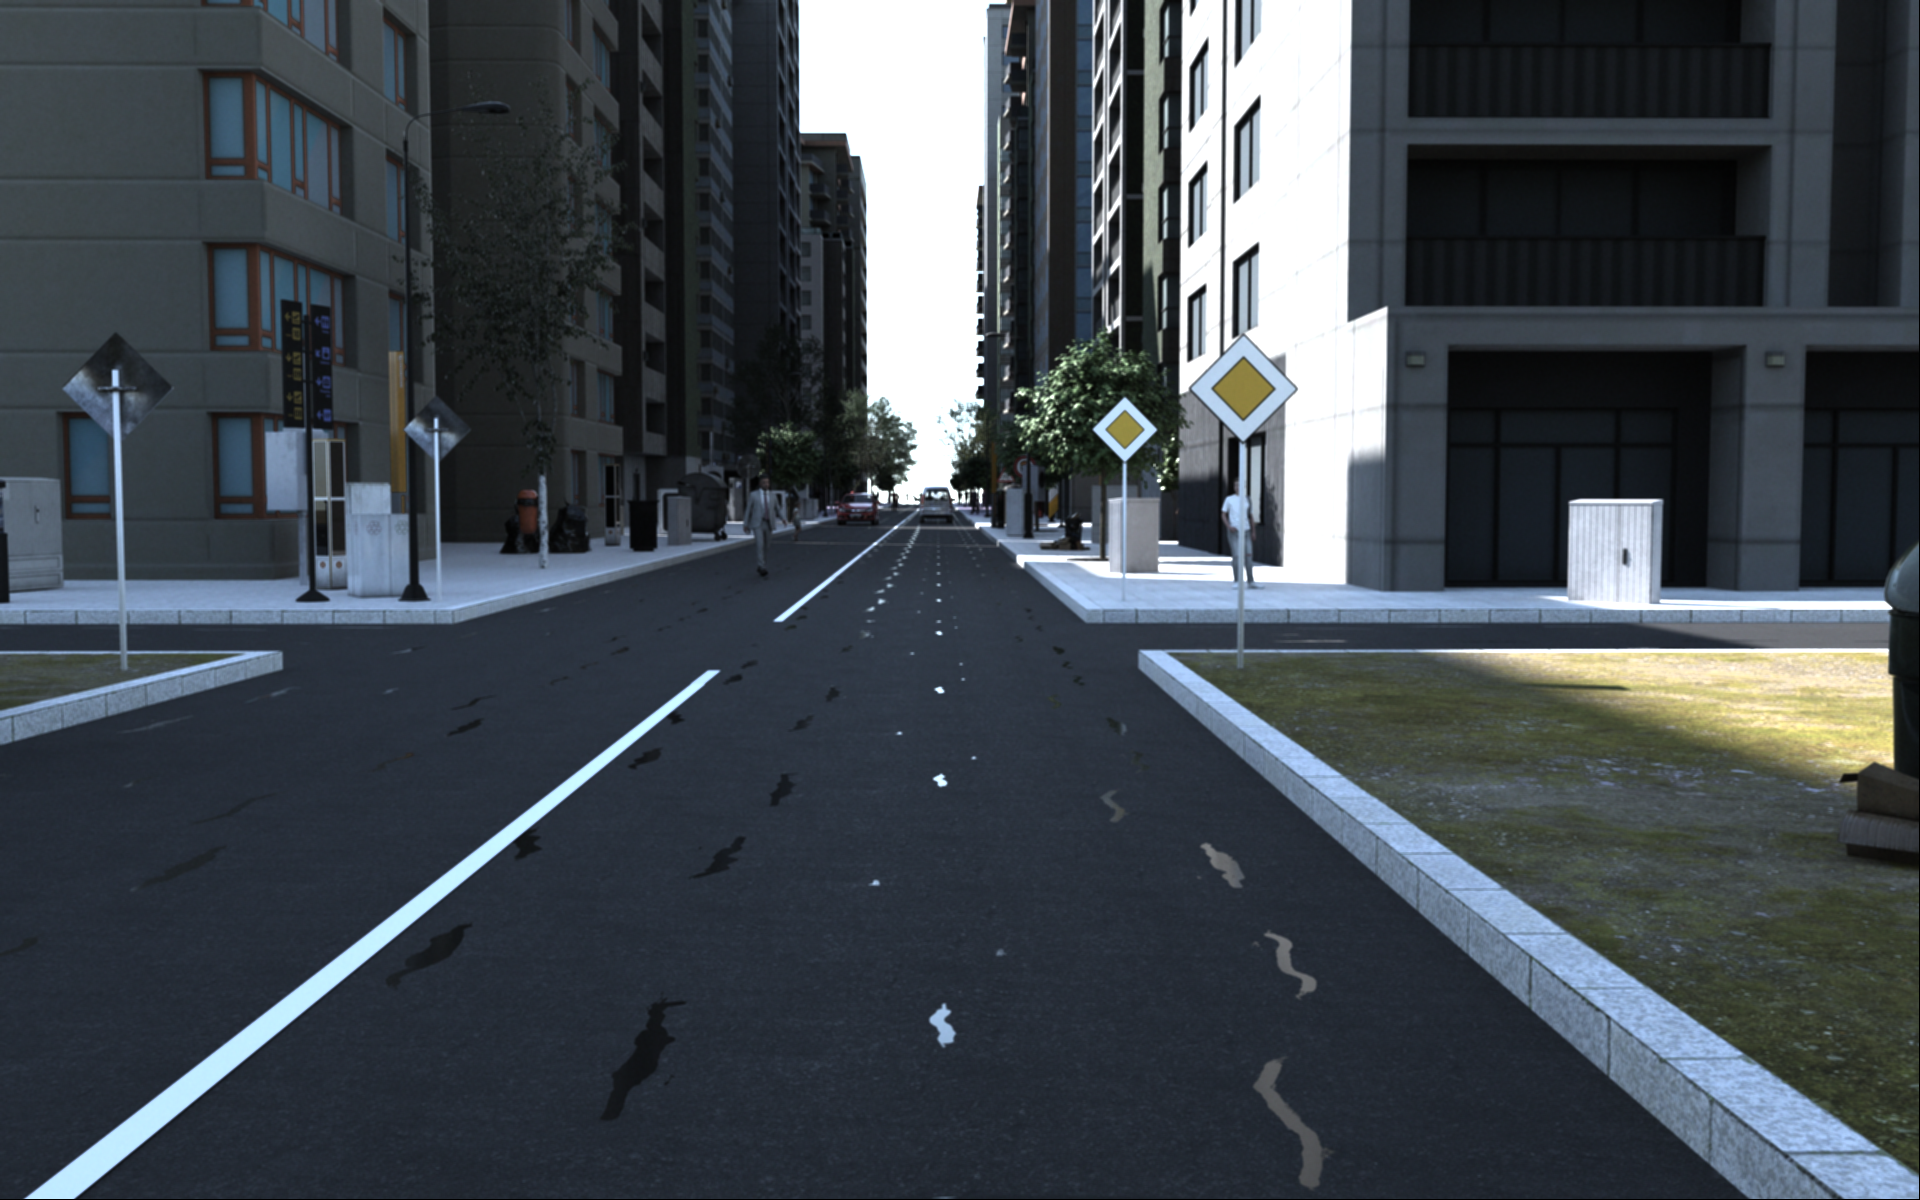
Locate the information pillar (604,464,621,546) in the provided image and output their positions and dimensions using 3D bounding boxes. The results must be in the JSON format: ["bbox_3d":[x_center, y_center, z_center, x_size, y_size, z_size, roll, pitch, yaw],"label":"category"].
[{"bbox_3d":[-8.611,-2.349,42.892,0.304,2.012,0.304,1,4,9],"label":"information pillar"}]

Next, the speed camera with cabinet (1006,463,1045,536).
[{"bbox_3d":[2.052,-3.629,53.673,0.660,3.252,2.038,1,4,22],"label":"speed camera with cabinet"}]

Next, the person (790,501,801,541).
[{"bbox_3d":[-5.030,-2.399,52.742,0.382,1.210,0.505,-1,4,-17],"label":"person"}]

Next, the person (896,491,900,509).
[{"bbox_3d":[-5.987,-9.851,170.090,0.750,1.759,0.617,2,4,25],"label":"person"}]

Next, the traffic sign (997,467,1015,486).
[{"bbox_3d":[2.057,-4.731,77.350,0.884,2.594,0.081,1,4,8],"label":"traffic sign"}]

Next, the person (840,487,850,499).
[{"bbox_3d":[-8.462,-7.588,129.737,1.348,1.869,0.705,-3,5,-41],"label":"person"}]

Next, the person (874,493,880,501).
[{"bbox_3d":[-9.638,-11.727,201.008,0.697,1.427,0.421,-2,4,-27],"label":"person"}]

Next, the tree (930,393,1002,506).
[{"bbox_3d":[0.980,-15.495,179.097,9.928,11.665,9.643,0,3,0],"label":"tree"}]

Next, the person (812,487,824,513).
[{"bbox_3d":[-9.777,-6.854,118.631,1.217,1.766,0.721,2,4,27],"label":"person"}]

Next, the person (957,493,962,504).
[{"bbox_3d":[0.094,-13.548,228.082,0.617,1.759,0.750,3,5,42],"label":"person"}]

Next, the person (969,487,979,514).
[{"bbox_3d":[0.897,-6.320,110.300,0.530,1.710,0.541,-2,4,-28],"label":"person"}]

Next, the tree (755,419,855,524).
[{"bbox_3d":[-7.512,-5.634,75.827,4.285,4.588,4.351,0,3,0],"label":"tree"}]

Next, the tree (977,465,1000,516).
[{"bbox_3d":[1.976,-6.843,106.477,1.663,3.219,1.824,0,3,0],"label":"tree"}]

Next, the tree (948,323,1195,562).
[{"bbox_3d":[2.817,-3.033,33.307,4.285,4.588,4.351,0,3,0],"label":"tree"}]

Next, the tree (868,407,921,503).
[{"bbox_3d":[-10.500,-21.297,254.858,9.857,13.997,8.962,0,3,0],"label":"tree"}]

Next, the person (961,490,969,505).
[{"bbox_3d":[0.816,-12.367,207.878,1.348,1.869,0.705,0,4,1],"label":"person"}]

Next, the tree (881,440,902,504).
[{"bbox_3d":[-9.725,-16.477,219.754,4.737,8.622,4.395,0,3,0],"label":"tree"}]

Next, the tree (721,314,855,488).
[{"bbox_3d":[-8.998,-9.551,90.575,7.601,10.594,8.767,0,4,-4],"label":"tree"}]

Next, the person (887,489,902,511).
[{"bbox_3d":[-5.549,-8.416,146.042,1.348,1.831,0.705,-1,4,-19],"label":"person"}]

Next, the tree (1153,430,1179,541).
[{"bbox_3d":[5.825,-3.239,47.558,1.663,3.219,1.824,0,3,0],"label":"tree"}]

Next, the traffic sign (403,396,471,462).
[{"bbox_3d":[-6.213,-1.124,20.565,0.795,2.593,0.064,0,4,-1],"label":"traffic sign"}]

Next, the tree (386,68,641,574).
[{"bbox_3d":[-7.387,-4.843,29.539,4.360,8.622,3.978,0,3,0],"label":"tree"}]

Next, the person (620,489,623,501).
[{"bbox_3d":[-11.317,-3.064,56.347,0.606,1.804,0.583,-2,4,-32],"label":"person"}]

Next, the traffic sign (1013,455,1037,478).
[{"bbox_3d":[2.123,-3.456,56.606,0.768,2.556,0.104,0,4,5],"label":"traffic sign"}]

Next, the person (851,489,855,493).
[{"bbox_3d":[-10.604,-10.175,172.349,1.348,1.831,0.705,3,5,42],"label":"person"}]

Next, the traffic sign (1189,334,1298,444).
[{"bbox_3d":[2.083,-0.641,12.665,0.795,2.593,0.064,0,4,-1],"label":"traffic sign"}]

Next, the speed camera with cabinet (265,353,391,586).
[{"bbox_3d":[-9.097,-1.877,25.017,0.660,3.252,2.038,1,4,19],"label":"speed camera with cabinet"}]

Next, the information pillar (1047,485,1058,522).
[{"bbox_3d":[4.245,-5.350,78.820,0.504,3.616,0.183,-2,4,-31],"label":"information pillar"}]

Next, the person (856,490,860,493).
[{"bbox_3d":[-12.422,-12.475,210.462,0.683,1.767,0.568,2,4,27],"label":"person"}]

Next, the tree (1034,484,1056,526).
[{"bbox_3d":[2.996,-4.584,69.550,1.663,3.219,1.824,0,3,0],"label":"tree"}]

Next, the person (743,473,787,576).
[{"bbox_3d":[-3.453,-1.327,30.463,0.678,1.792,0.850,-2,4,-26],"label":"person"}]

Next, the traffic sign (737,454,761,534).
[{"bbox_3d":[-6.763,-3.391,55.542,0.768,2.556,0.104,0,4,2],"label":"traffic sign"}]

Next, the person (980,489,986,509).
[{"bbox_3d":[2.060,-8.872,152.021,0.530,1.710,0.541,-3,5,-40],"label":"person"}]

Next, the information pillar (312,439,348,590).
[{"bbox_3d":[-8.450,-1.146,23.236,0.304,2.012,0.304,2,4,27],"label":"information pillar"}]

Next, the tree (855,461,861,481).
[{"bbox_3d":[-8.292,-8.073,115.699,4.285,4.588,4.351,0,3,0],"label":"tree"}]

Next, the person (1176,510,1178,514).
[{"bbox_3d":[6.009,-2.378,45.517,0.593,1.750,0.643,2,4,27],"label":"person"}]

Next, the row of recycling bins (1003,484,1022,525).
[{"bbox_3d":[2.427,-4.119,74.462,1.069,1.692,3.534,1,4,11],"label":"row of recycling bins"}]

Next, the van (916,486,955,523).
[{"bbox_3d":[-1.218,-4.899,87.109,2.013,2.044,4.112,0,4,-2],"label":"van"}]

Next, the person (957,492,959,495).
[{"bbox_3d":[-0.160,-14.237,238.833,0.705,1.823,1.348,-1,4,-12],"label":"person"}]

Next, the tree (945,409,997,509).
[{"bbox_3d":[1.560,-12.195,149.749,4.737,8.622,4.395,0,3,0],"label":"tree"}]

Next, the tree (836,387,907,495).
[{"bbox_3d":[-8.714,-14.845,168.467,9.928,11.665,9.643,0,3,0],"label":"tree"}]

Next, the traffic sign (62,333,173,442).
[{"bbox_3d":[-6.110,-0.636,12.581,0.795,2.593,0.064,0,4,-1],"label":"traffic sign"}]

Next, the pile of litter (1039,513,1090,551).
[{"bbox_3d":[2.406,-1.593,40.016,1.176,0.858,1.719,0,4,0],"label":"pile of litter"}]

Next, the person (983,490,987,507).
[{"bbox_3d":[2.414,-10.073,171.453,0.721,1.743,1.217,-3,5,-40],"label":"person"}]

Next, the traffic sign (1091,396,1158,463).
[{"bbox_3d":[1.981,-1.129,20.650,0.795,2.593,0.064,0,4,-1],"label":"traffic sign"}]

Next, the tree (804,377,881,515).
[{"bbox_3d":[-7.732,-9.592,107.191,4.737,8.622,4.395,0,3,0],"label":"tree"}]

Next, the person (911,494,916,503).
[{"bbox_3d":[-6.345,-13.883,238.712,0.697,1.427,0.421,0,4,5],"label":"person"}]

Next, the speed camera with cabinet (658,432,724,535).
[{"bbox_3d":[-8.500,-3.690,54.671,2.038,3.252,0.660,-1,4,-13],"label":"speed camera with cabinet"}]

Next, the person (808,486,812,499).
[{"bbox_3d":[-8.351,-5.356,93.795,0.721,1.800,0.419,-2,4,-33],"label":"person"}]

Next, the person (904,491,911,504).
[{"bbox_3d":[-7.423,-14.451,244.769,1.348,1.824,0.705,-3,5,-45],"label":"person"}]

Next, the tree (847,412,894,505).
[{"bbox_3d":[-8.446,-12.563,155.775,4.360,8.622,3.978,0,3,0],"label":"tree"}]

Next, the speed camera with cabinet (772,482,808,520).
[{"bbox_3d":[-8.482,-5.544,84.987,2.038,3.252,0.660,0,4,0],"label":"speed camera with cabinet"}]

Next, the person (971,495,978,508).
[{"bbox_3d":[1.527,-9.254,160.562,0.991,1.433,0.599,-1,4,-12],"label":"person"}]

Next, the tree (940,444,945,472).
[{"bbox_3d":[1.102,-14.478,187.071,4.737,8.622,4.395,0,3,0],"label":"tree"}]

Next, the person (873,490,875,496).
[{"bbox_3d":[-10.630,-12.814,215.515,0.705,1.831,1.348,0,4,-2],"label":"person"}]

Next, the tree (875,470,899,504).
[{"bbox_3d":[-9.894,-15.301,233.881,4.285,4.588,4.351,0,3,0],"label":"tree"}]

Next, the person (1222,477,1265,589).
[{"bbox_3d":[3.826,-0.906,23.456,0.503,1.515,0.523,-3,5,-40],"label":"person"}]

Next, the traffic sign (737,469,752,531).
[{"bbox_3d":[-7.324,-3.650,59.786,0.768,2.556,0.104,0,4,1],"label":"traffic sign"}]
